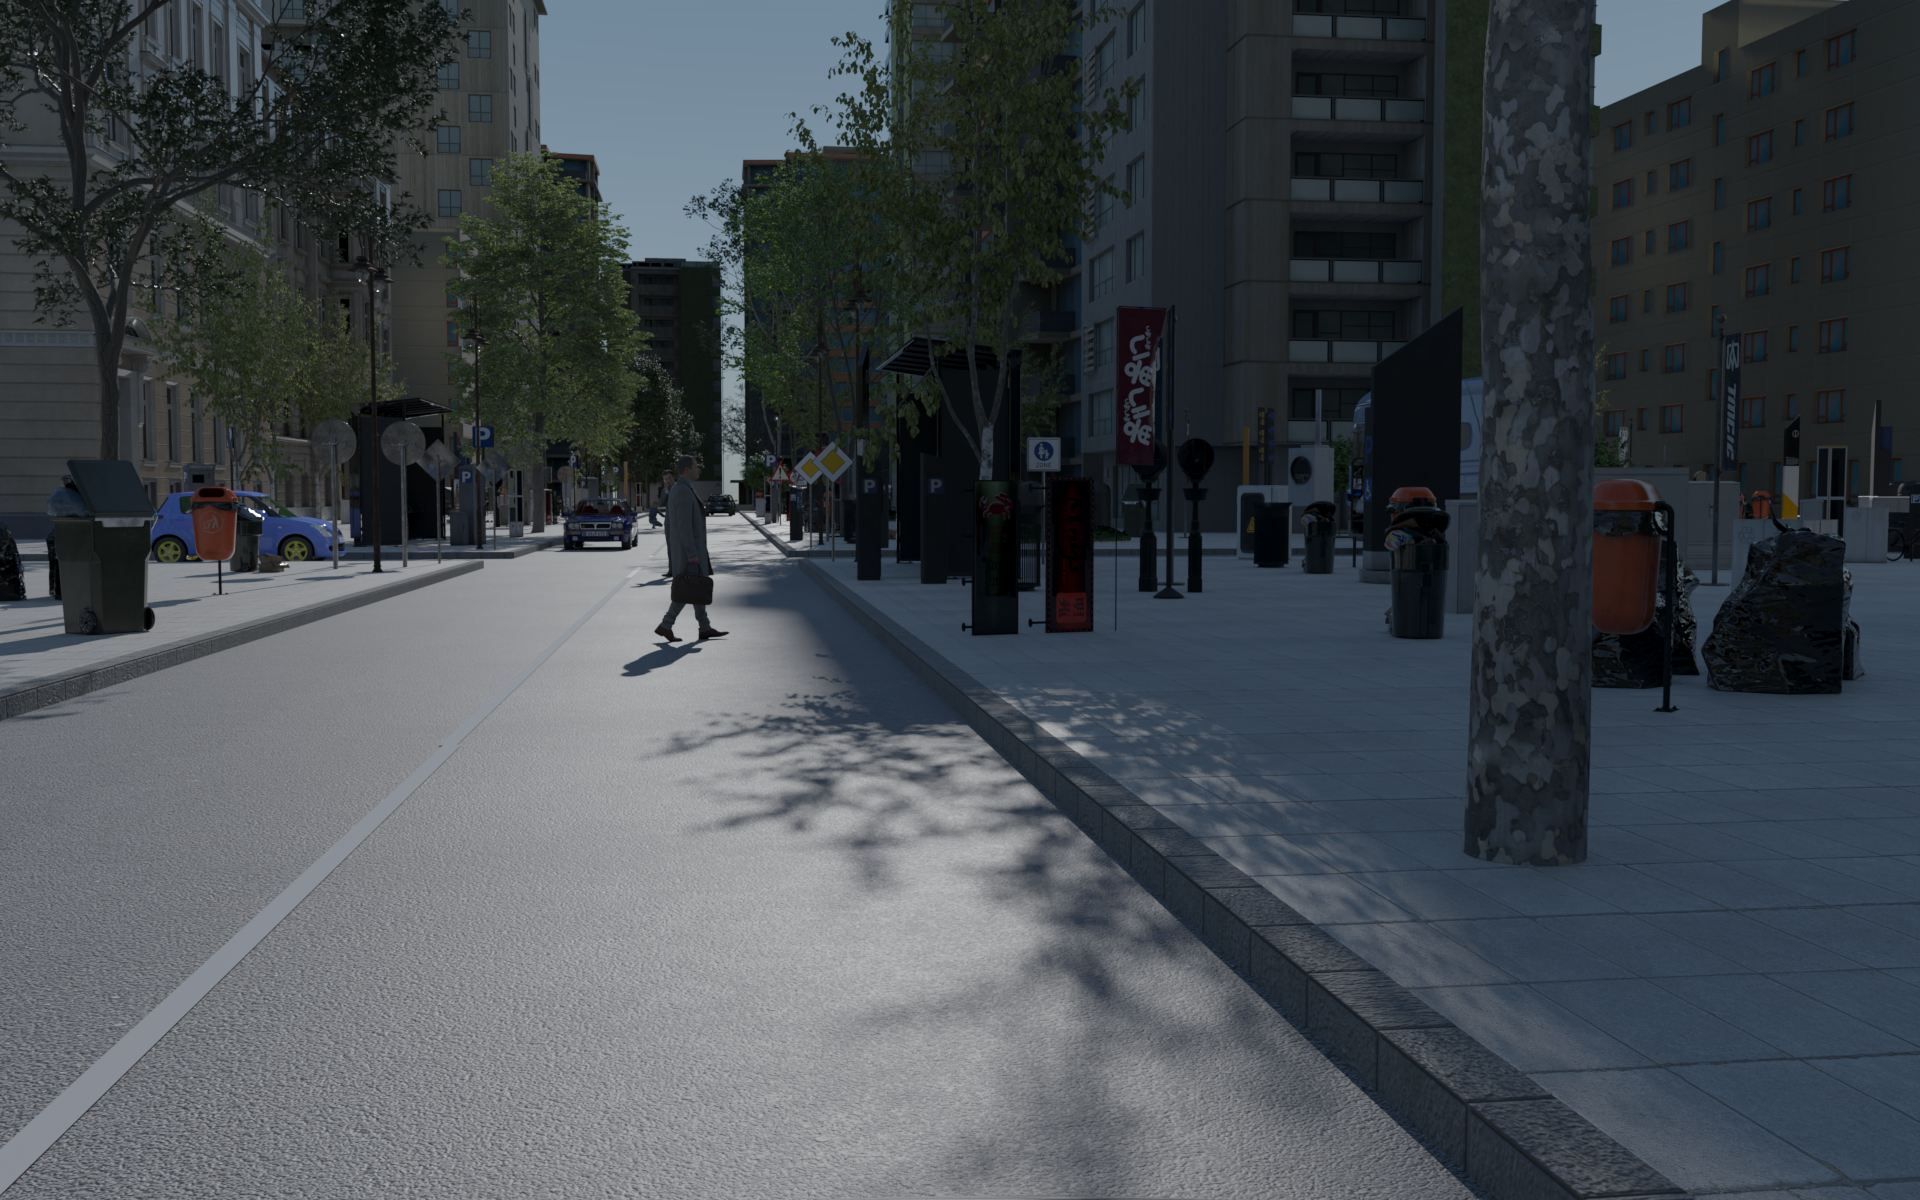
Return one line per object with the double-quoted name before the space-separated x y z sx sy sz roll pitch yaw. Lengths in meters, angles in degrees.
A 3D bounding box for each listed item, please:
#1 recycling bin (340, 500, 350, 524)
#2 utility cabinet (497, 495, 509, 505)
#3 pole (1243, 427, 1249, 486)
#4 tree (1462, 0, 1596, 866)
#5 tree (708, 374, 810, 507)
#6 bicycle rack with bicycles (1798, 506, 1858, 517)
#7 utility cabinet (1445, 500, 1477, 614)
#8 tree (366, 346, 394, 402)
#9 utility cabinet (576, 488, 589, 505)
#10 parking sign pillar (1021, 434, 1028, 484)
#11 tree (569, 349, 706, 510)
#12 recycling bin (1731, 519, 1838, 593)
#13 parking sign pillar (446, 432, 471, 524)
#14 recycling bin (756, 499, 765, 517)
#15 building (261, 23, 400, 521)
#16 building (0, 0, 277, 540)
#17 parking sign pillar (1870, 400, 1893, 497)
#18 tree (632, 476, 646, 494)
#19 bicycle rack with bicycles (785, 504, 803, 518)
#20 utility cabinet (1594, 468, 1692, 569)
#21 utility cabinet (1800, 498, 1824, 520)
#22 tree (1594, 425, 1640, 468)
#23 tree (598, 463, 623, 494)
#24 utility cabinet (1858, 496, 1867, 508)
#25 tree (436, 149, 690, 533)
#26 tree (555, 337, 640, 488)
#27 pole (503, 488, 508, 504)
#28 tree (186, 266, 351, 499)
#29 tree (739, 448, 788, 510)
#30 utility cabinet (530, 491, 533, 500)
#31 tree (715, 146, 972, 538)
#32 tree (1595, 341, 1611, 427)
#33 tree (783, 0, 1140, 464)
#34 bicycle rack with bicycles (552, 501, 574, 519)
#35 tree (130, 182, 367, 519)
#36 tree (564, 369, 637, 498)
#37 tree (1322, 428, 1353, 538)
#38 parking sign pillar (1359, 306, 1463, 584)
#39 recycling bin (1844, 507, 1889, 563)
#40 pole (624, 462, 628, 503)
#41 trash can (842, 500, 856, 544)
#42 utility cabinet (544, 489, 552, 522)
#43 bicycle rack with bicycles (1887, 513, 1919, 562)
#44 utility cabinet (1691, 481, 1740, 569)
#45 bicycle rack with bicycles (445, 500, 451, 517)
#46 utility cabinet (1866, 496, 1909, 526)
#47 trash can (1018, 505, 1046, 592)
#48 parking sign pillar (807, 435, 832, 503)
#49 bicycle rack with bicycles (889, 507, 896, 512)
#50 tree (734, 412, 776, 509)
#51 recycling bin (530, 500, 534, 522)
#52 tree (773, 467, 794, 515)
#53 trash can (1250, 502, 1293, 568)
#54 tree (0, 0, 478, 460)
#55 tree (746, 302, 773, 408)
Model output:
"recycling bin" -26.253 -3.800 74.684 0.722 1.027 0.722 0 4 -6
"utility cabinet" -24.970 -5.116 94.812 1.020 1.237 0.306 1 4 13
"pole" 8.736 -3.613 52.922 0.158 3.312 0.155 0 3 0
"tree" 2.673 -9.235 6.885 12.611 20.169 13.585 0 3 0
"tree" -19.761 -15.773 168.263 12.009 13.543 11.850 0 3 0
"bicycle rack with bicycles" 26.846 -2.463 53.657 2.852 0.926 2.925 1 4 10
"utility cabinet" 5.773 -0.464 18.749 1.020 1.237 0.306 -1 4 -16
"tree" -22.605 -6.794 61.438 4.737 8.622 4.395 0 3 0
"utility cabinet" -14.768 -3.614 67.761 0.318 1.500 1.173 -1 4 -22
"parking sign pillar" 2.105 -5.051 71.048 1.447 3.967 1.447 1 4 17
"tree" -25.496 -13.449 136.903 9.611 12.733 9.660 0 3 0
"recycling bin" 8.201 -0.287 17.241 0.722 1.027 0.722 -2 4 -33
"parking sign pillar" -21.706 -5.329 75.600 1.447 3.967 1.447 0 4 -2
"recycling bin" -10.786 -5.082 95.649 0.722 1.027 0.722 -3 5 -42
"building" -36.042 -16.216 84.224 14.460 24.649 34.723 0 4 -8
"building" -31.807 -16.576 56.918 13.634 28.700 20.117 0 4 -8
"parking sign pillar" 26.641 -3.772 50.145 1.447 3.967 1.447 2 4 24
"tree" -28.571 -9.905 156.541 1.663 3.219 1.824 0 3 0
"bicycle rack with bicycles" -8.327 -4.849 92.655 2.852 0.926 2.925 2 4 30
"utility cabinet" 5.511 -0.366 14.667 1.173 1.500 0.318 0 4 -4
"utility cabinet" 12.317 -0.853 25.105 0.306 1.237 1.020 2 4 25
"tree" 17.872 -3.304 48.614 1.663 3.219 1.824 0 3 0
"tree" -21.669 -6.819 106.091 1.663 3.219 1.824 0 3 0
"utility cabinet" 24.675 -2.180 46.804 0.306 1.237 1.020 0 3 0
"tree" -13.774 -8.535 57.668 7.486 12.596 7.792 0 3 0
"tree" -17.506 -8.052 82.018 4.360 8.622 3.978 0 3 0
"pole" -19.470 -4.912 74.148 0.158 3.312 0.155 0 3 0
"tree" -22.019 -6.377 54.626 4.360 8.622 3.978 0 3 0
"tree" -13.970 -8.629 124.796 4.285 4.588 4.351 0 3 0
"utility cabinet" -27.912 -6.314 111.907 1.173 1.500 0.318 -1 4 -19
"tree" -3.339 -7.668 51.129 9.928 11.665 9.643 0 3 0
"tree" 22.700 -7.116 66.714 4.360 8.622 3.978 0 3 0
"tree" 0.199 -4.200 19.040 4.737 8.622 4.395 0 3 0
"bicycle rack with bicycles" -20.833 -4.672 89.766 2.852 0.926 2.925 -3 4 -37
"tree" -16.965 -5.507 40.400 4.737 8.622 4.395 0 3 0
"tree" -19.765 -8.925 96.280 4.737 8.622 4.395 0 3 0
"tree" 10.963 -3.423 50.571 1.663 3.219 1.824 0 3 0
"parking sign pillar" 6.532 -2.235 25.019 1.447 3.967 1.447 0 4 -5
"recycling bin" 16.929 -1.218 32.472 0.722 1.027 0.722 1 4 17
"pole" -20.990 -7.030 108.782 0.158 3.312 0.155 0 3 0
"trash can" -2.698 -2.023 44.723 0.748 1.137 0.748 0 3 0
"utility cabinet" -18.650 -4.229 77.820 0.318 1.500 1.173 0 4 5
"bicycle rack with bicycles" 18.961 -1.136 31.961 2.852 0.926 2.925 0 4 -7
"utility cabinet" 12.561 -1.264 29.345 1.173 1.500 0.318 0 4 -3
"bicycle rack with bicycles" -28.162 -5.037 95.733 2.925 0.926 2.852 1 4 22
"utility cabinet" 23.777 -2.021 44.199 1.020 1.237 0.306 1 4 11
"trash can" 0.767 -0.691 22.944 0.748 1.137 0.748 0 3 0
"parking sign pillar" -6.451 -5.574 79.612 1.447 3.967 1.447 3 5 40
"bicycle rack with bicycles" -2.419 -4.714 90.461 2.925 0.926 2.852 1 4 19
"tree" -17.996 -12.318 151.765 4.360 8.622 3.978 0 3 0
"recycling bin" -19.511 -4.140 80.236 0.722 1.027 0.722 1 4 22
"tree" -11.336 -6.939 108.050 1.663 3.219 1.824 0 3 0
"trash can" 5.445 -1.140 30.285 0.748 1.137 0.748 0 3 0
"tree" -8.721 -5.119 18.115 8.767 10.594 7.601 1 4 18
"tree" -5.741 -6.863 62.573 4.737 8.622 4.395 0 3 0
